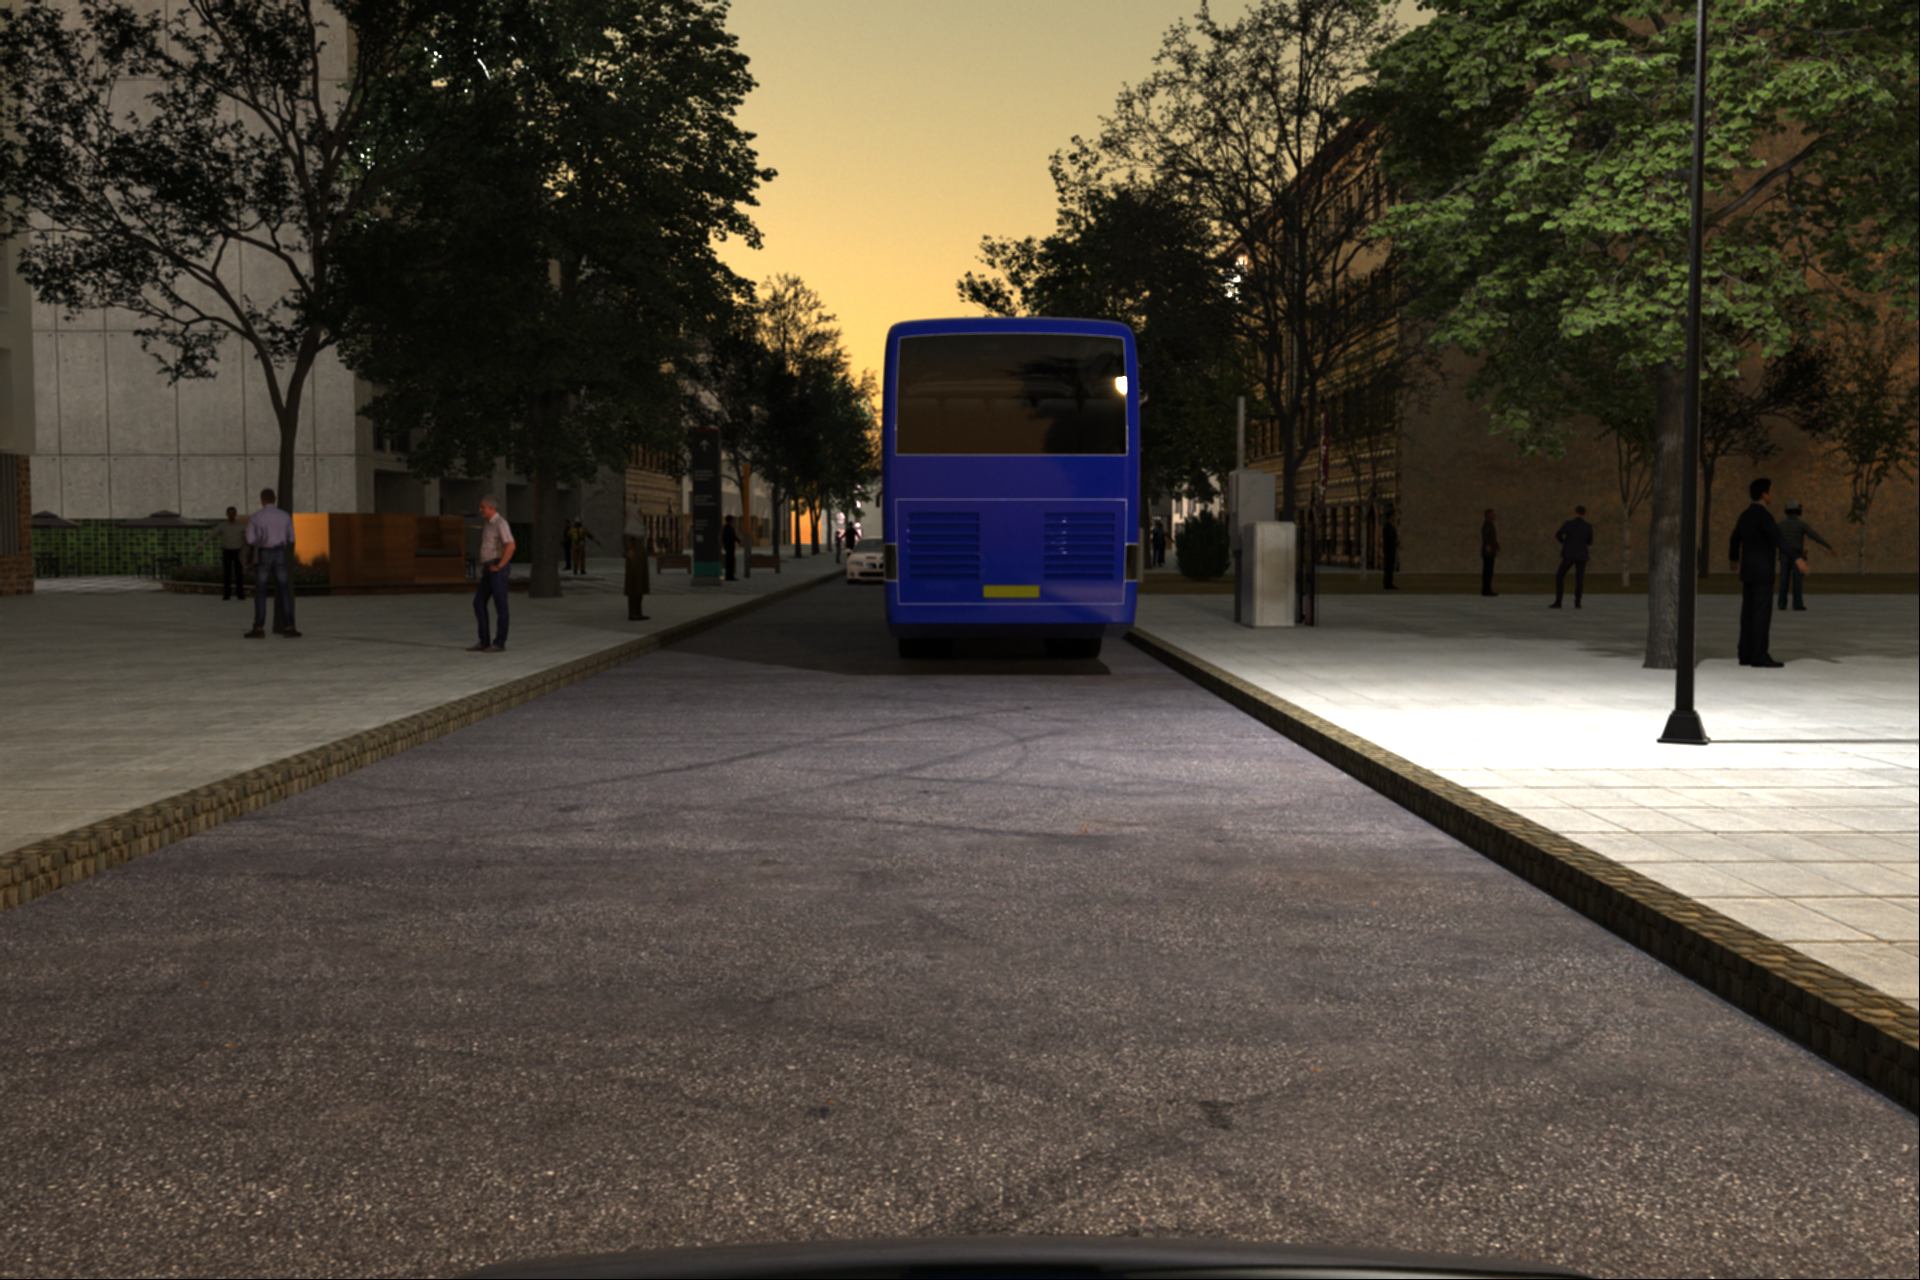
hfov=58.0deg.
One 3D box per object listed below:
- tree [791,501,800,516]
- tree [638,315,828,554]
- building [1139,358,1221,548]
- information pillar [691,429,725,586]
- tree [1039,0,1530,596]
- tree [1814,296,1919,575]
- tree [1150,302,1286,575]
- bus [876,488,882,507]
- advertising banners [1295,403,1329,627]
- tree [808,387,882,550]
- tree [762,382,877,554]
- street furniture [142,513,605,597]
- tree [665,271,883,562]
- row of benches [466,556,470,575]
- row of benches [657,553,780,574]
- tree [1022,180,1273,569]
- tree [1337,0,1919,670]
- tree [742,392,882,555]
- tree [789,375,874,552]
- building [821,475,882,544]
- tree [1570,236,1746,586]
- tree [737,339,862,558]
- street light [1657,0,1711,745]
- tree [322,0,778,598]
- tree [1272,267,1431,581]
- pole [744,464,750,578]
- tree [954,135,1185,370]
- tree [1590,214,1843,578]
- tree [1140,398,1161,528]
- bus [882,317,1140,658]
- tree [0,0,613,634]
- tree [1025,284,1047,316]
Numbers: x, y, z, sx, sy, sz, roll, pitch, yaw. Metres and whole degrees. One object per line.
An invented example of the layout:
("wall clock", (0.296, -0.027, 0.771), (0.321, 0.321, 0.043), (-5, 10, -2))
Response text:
("tree", (-23.669, -17.367, 234.319), (4.737, 8.622, 4.395), (0, 3, 0))
("tree", (-8.605, -8.204, 68.545), (7.601, 10.594, 8.767), (2, 4, 33))
("building", (21.816, -18.958, 166.389), (16.016, 20.090, 11.380), (0, 3, 0))
("information pillar", (-6.256, -3.273, 42.891), (0.750, 3.857, 0.750), (0, 4, 0))
("tree", (6.955, -7.687, 36.061), (12.009, 13.543, 11.850), (0, 3, 0))
("tree", (28.822, -6.381, 54.685), (4.737, 8.622, 4.395), (0, 3, 0))
("tree", (8.214, -6.309, 53.521), (4.737, 8.622, 4.395), (0, 3, 0))
("bus", (-1.479, -4.501, 65.139), (2.896, 3.916, 12.251), (0, 4, -1))
("advertising banners", (4.903, -1.716, 24.239), (0.090, 3.025, 2.074), (0, 4, -1))
("tree", (-9.186, -14.024, 139.656), (12.009, 13.543, 11.850), (0, 3, 0))
("tree", (-9.366, -11.515, 114.018), (9.928, 11.665, 9.643), (0, 3, 0))
("street furniture", (-14.956, -2.027, 40.002), (11.010, 1.723, 9.812), (-3, 5, -43))
("tree", (-8.420, -10.386, 80.186), (12.009, 13.543, 11.850), (0, 3, 0))
("row of benches", (-15.780, -2.348, 53.854), (1.422, 0.672, 4.104), (-1, 4, -9))
("row of benches", (-7.929, -2.496, 56.275), (4.104, 0.672, 1.422), (-1, 4, -15))
("tree", (6.779, -9.554, 62.867), (9.857, 13.997, 8.962), (0, 3, 0))
("tree", (6.859, -5.974, 15.803), (7.486, 12.596, 7.792), (0, 3, 0))
("tree", (-8.892, -10.426, 104.879), (8.767, 10.594, 7.601), (-1, 4, -14))
("tree", (-9.777, -12.590, 123.965), (7.486, 12.596, 7.792), (0, 3, 0))
("building", (-4.098, -17.585, 232.113), (28.070, 9.664, 9.099), (0, 4, 7))
("tree", (16.550, -5.625, 42.330), (4.737, 8.622, 4.395), (0, 3, 0))
("tree", (-8.822, -10.199, 92.505), (9.928, 11.665, 9.643), (0, 3, 0))
("street light", (5.010, -2.322, 10.513), (1.470, 5.913, 1.316), (0, 4, -1))
("tree", (-8.516, -7.838, 34.809), (9.857, 13.997, 8.962), (0, 3, 0))
("tree", (11.240, -5.931, 47.327), (4.360, 8.622, 3.978), (0, 3, 0))
("pole", (-6.189, -3.453, 50.294), (0.158, 3.312, 0.155), (0, 3, 0))
("tree", (5.449, -14.036, 85.383), (12.611, 20.169, 13.585), (0, 3, 0))
("tree", (21.955, -7.075, 50.092), (7.601, 10.594, 8.767), (-1, 4, -13))
("tree", (6.854, -7.569, 74.109), (4.360, 8.622, 3.978), (0, 3, 0))
("bus", (0.419, -1.918, 22.913), (2.896, 3.916, 12.251), (0, 4, -1))
("tree", (-8.652, -5.335, 21.634), (8.767, 10.594, 7.601), (-1, 4, -12))
("tree", (5.610, -16.794, 130.472), (12.611, 20.169, 13.585), (0, 3, 0))
